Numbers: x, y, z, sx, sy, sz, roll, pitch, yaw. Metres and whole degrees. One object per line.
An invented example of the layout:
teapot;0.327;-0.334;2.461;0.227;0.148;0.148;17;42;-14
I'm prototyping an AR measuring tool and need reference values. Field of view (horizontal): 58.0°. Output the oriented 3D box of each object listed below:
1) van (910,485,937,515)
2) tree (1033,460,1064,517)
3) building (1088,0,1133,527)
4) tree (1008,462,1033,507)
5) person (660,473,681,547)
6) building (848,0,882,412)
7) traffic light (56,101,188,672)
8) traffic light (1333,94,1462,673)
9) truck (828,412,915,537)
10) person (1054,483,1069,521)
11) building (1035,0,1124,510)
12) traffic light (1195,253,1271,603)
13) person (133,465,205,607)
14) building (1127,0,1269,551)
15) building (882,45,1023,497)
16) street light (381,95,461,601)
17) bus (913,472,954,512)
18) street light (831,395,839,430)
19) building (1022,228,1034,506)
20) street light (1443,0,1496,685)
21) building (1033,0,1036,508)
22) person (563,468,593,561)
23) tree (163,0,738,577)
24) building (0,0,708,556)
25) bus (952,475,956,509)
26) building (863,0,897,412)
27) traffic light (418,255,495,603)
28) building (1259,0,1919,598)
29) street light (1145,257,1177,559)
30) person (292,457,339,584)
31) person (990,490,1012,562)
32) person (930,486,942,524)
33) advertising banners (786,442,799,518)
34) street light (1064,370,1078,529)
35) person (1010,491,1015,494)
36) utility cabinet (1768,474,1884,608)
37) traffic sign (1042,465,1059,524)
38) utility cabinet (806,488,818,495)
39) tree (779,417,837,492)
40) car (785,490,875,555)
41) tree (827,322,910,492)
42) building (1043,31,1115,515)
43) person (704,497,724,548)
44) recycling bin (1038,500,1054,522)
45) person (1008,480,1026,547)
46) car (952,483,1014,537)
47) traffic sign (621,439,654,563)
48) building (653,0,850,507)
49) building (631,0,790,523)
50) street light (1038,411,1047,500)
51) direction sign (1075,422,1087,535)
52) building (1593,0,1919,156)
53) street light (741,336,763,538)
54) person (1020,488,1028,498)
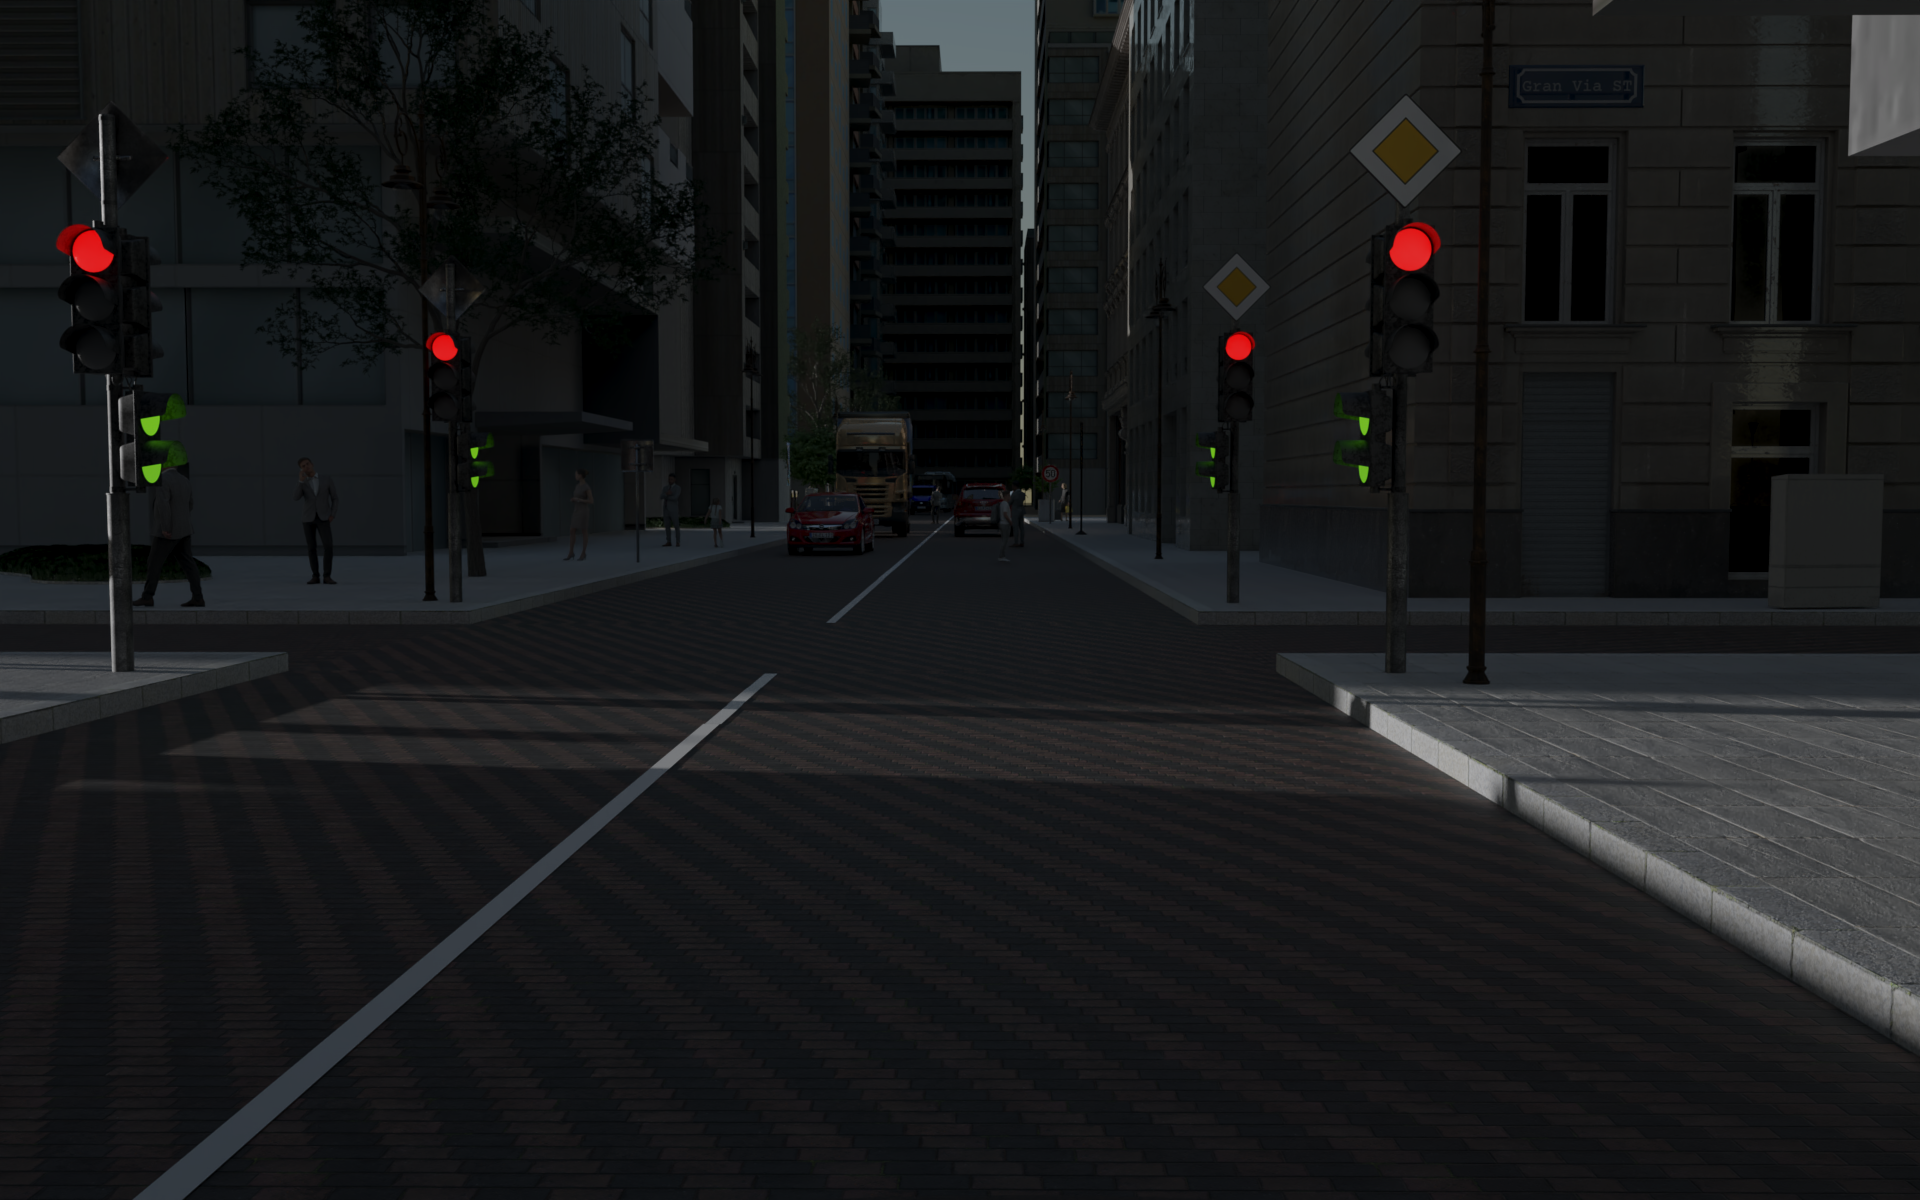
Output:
van;-2.557;-7.075;120.057;2.240;2.365;5.245;0;4;1
tree;4.866;-6.345;98.335;1.663;3.219;1.824;0;3;0
building;10.931;-13.729;75.379;10.553;20.767;40.483;0;4;1
tree;6.557;-11.573;172.932;4.285;4.588;4.351;0;3;0
person;-7.079;-2.206;42.297;0.511;1.800;0.466;0;4;8
building;-17.099;-28.753;124.728;22.147;44.769;28.867;0;4;1
traffic light;-6.046;-1.438;12.430;0.839;4.253;0.868;0;4;1
traffic light;3.115;-1.433;12.345;0.839;4.253;0.868;0;4;1
truck;-2.973;-4.427;61.300;2.839;4.237;11.283;0;4;-1
person;4.894;-4.639;82.107;0.699;1.804;1.509;0;4;-6
building;16.641;-30.928;129.379;21.300;48.544;21.600;0;4;1
traffic light;3.203;-1.921;20.329;0.839;4.253;0.868;0;4;1
person;-9.003;-0.806;19.611;0.834;1.777;0.661;0;4;-3
building;10.469;-11.745;46.779;10.420;20.320;16.860;0;4;1
building;-4.026;-34.719;191.362;21.600;48.544;21.300;0;4;1
street light;-6.375;-2.928;20.663;0.468;5.910;1.993;0;4;1
bus;-2.053;-8.814;138.968;2.948;3.499;13.247;0;4;2
street light;-5.779;-6.637;81.297;0.468;5.910;1.993;0;4;1
building;13.907;-25.402;187.032;14.107;30.474;14.160;0;4;1
street light;3.499;-2.371;11.558;0.468;5.910;1.993;0;4;1
building;17.125;-37.474;154.692;21.231;58.520;28.212;0;4;1
person;-7.362;-1.653;33.403;0.599;1.781;0.374;3;5;41
tree;-7.653;-5.661;26.965;8.767;10.594;7.601;-2;4;-27
building;-22.426;-27.969;46.538;28.713;52.752;27.495;0;4;1
bus;-1.932;-10.089;159.819;2.948;3.499;13.247;0;4;3
building;-21.260;-32.925;157.939;30.456;49.044;23.786;0;4;1
traffic light;-5.957;-1.926;20.415;0.839;4.253;0.868;0;4;1
building;17.711;-13.991;26.022;25.104;27.353;12.463;0;4;1
street light;3.925;-3.745;34.016;0.468;5.910;1.993;0;4;1
person;-9.159;-1.128;24.664;0.592;1.802;0.473;0;4;1
person;0.936;-1.571;36.783;0.503;1.515;0.523;3;5;44
person;-1.160;-4.604;83.963;0.592;1.802;0.473;0;4;1
advertising banners;-5.784;-3.887;59.734;0.090;3.025;2.074;0;4;5
street light;4.108;-5.599;64.324;0.468;5.910;1.993;0;4;1
person;2.688;-4.815;87.484;0.793;1.790;0.793;-1;4;-10
utility cabinet;9.680;-0.655;19.385;1.173;1.500;0.318;-1;4;-9
traffic sign;3.923;-4.587;75.103;0.768;2.556;0.104;0;4;5
utility cabinet;-5.411;-3.347;63.406;0.318;1.500;1.173;0;4;2
tree;-6.088;-5.536;74.235;4.285;4.588;4.351;0;3;0
car;-3.111;-2.024;42.125;2.155;1.783;4.494;0;4;2
tree;-6.728;-9.476;89.347;8.767;10.594;7.601;-1;4;-19
building;12.395;-20.823;112.156;14.160;30.474;14.107;0;4;1
person;-5.893;-1.862;41.501;0.505;1.210;0.382;0;4;7
recycling bin;3.979;-4.126;80.011;0.722;1.027;0.722;0;4;1
person;1.511;-2.338;46.901;0.466;1.800;0.511;2;4;33
car;0.840;-3.132;59.881;2.281;1.827;5.304;0;4;1
traffic sign;-6.026;-1.849;32.360;0.606;2.300;0.079;0;4;1
building;-14.012;-27.676;102.607;14.600;45.320;14.200;0;4;1
building;-15.274;-18.605;75.888;14.160;30.474;14.107;0;4;1
street light;4.517;-7.452;94.629;0.468;5.910;1.993;0;4;1
direction sign;3.831;-3.830;54.620;0.379;3.537;0.876;0;4;8
building;8.291;-19.365;0.220;14.154;41.232;14.086;0;4;1
street light;-6.121;-4.782;50.971;0.468;5.910;1.993;0;4;1
person;5.613;-9.395;159.644;1.348;1.826;0.705;1;4;12
